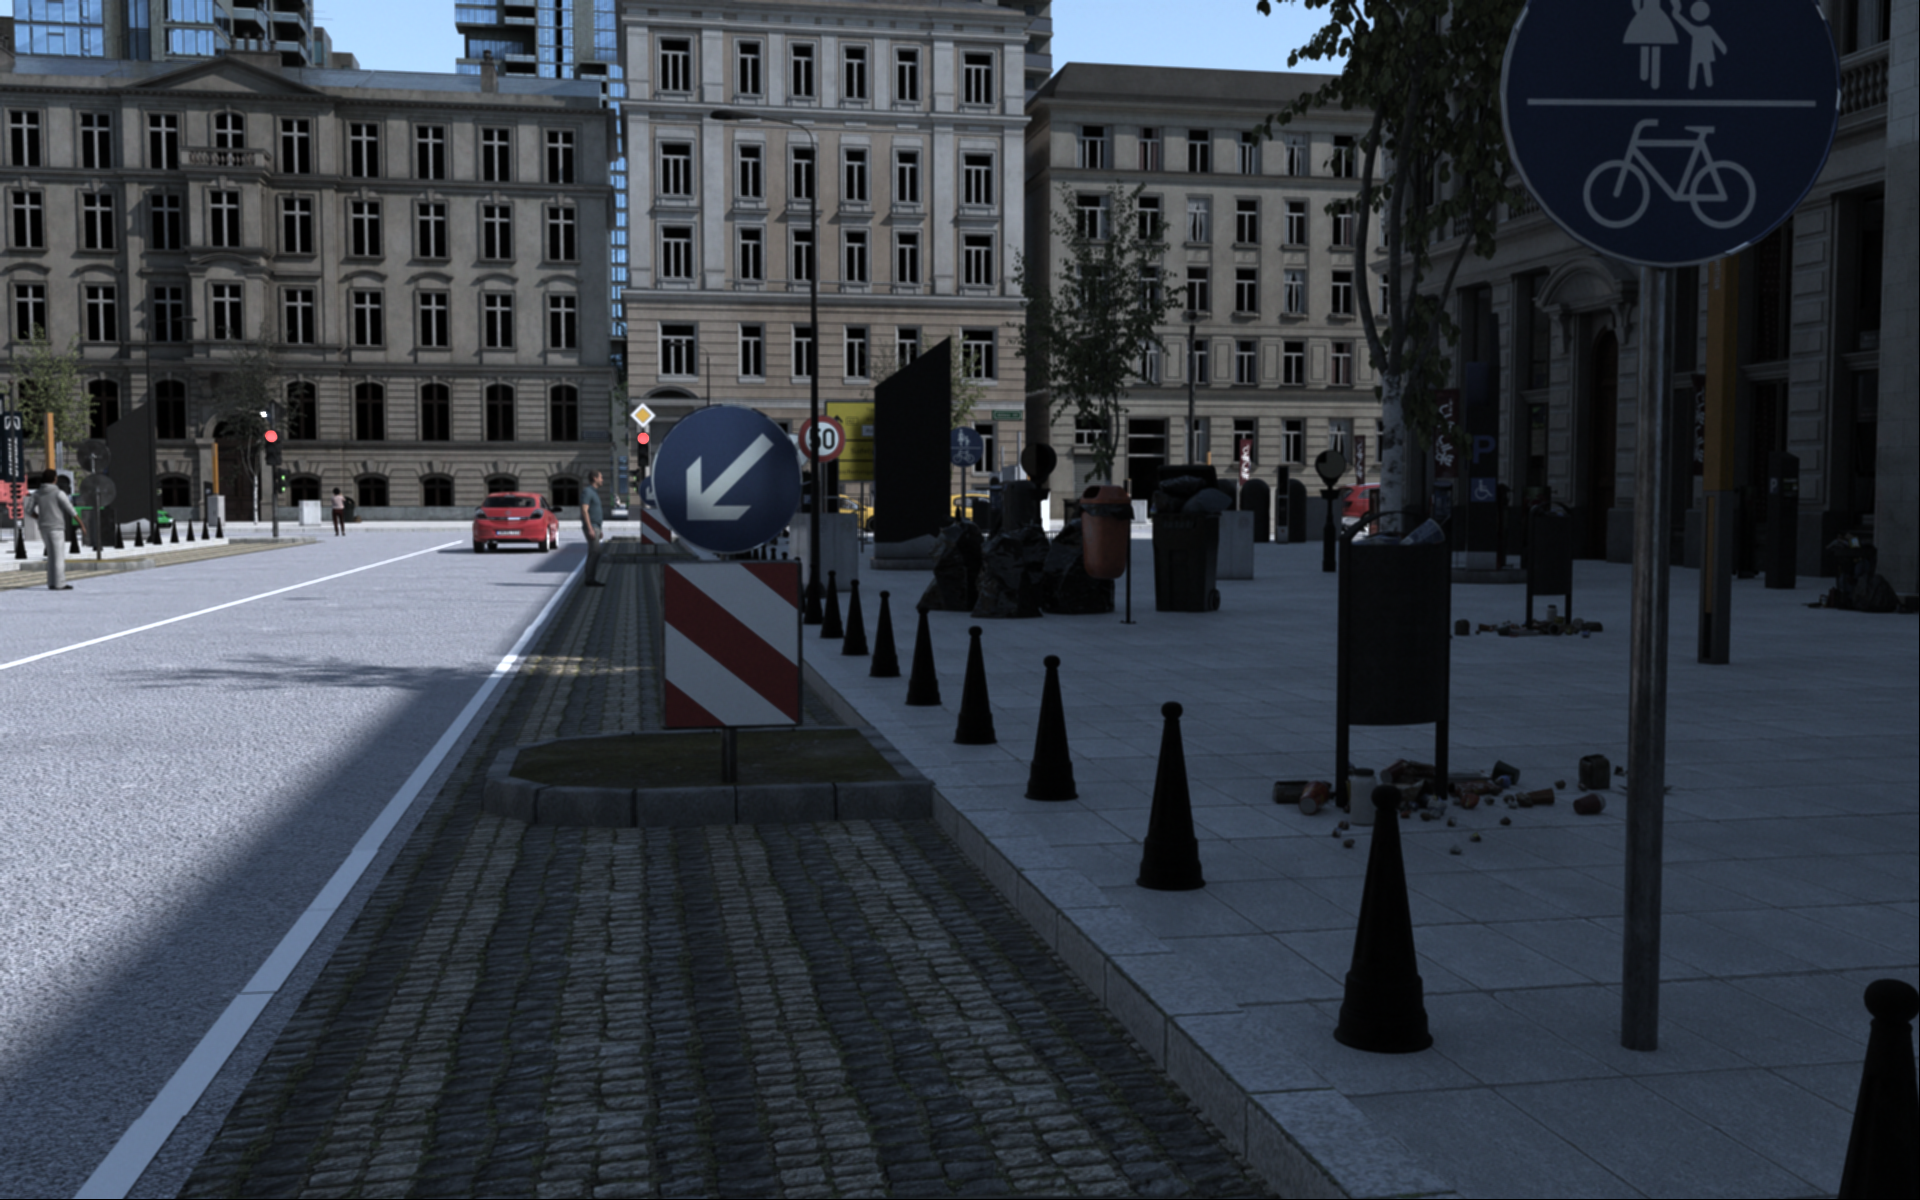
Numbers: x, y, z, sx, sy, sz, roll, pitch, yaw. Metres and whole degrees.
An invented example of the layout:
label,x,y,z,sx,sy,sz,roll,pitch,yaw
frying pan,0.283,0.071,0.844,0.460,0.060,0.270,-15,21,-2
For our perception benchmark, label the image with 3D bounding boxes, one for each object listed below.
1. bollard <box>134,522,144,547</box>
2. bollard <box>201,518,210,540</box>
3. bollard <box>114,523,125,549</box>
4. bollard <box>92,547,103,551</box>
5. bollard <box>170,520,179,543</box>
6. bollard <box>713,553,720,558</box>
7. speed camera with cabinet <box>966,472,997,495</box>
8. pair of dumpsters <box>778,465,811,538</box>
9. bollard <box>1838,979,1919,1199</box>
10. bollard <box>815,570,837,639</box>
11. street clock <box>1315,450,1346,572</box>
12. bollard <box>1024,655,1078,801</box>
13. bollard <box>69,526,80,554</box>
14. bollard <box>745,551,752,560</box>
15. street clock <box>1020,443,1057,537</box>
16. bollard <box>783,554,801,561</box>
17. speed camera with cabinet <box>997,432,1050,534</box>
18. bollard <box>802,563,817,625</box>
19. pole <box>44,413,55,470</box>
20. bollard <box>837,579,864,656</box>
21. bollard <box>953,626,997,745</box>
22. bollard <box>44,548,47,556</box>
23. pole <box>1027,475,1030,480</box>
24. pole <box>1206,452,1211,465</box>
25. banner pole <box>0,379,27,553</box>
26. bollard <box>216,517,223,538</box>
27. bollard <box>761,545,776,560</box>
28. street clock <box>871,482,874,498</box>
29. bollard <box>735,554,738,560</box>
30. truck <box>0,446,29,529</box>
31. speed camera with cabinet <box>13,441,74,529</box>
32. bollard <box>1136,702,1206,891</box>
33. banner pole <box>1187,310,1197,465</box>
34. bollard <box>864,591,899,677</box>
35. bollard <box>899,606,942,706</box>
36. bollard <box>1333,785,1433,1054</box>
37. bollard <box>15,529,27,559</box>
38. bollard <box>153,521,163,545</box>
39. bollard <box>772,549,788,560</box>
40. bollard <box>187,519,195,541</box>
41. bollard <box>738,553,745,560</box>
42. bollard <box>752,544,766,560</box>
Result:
label,x,y,z,sx,sy,sz,roll,pitch,yaw
bollard,-20.073,-1.608,42.329,0.229,0.601,0.229,0,3,0
bollard,-21.297,-2.008,48.867,0.229,0.601,0.229,0,3,0
bollard,-19.769,-1.508,40.703,0.229,0.601,0.229,0,3,0
bollard,-19.463,-1.409,39.078,0.229,0.601,0.229,0,3,0
bollard,-20.683,-1.807,45.593,0.229,0.601,0.229,0,3,0
bollard,-4.815,-1.162,35.043,0.229,0.601,0.229,0,3,0
speed camera with cabinet,1.139,-4.750,71.994,0.660,3.252,2.038,-3,5,-44
pair of dumpsters,-5.099,-3.086,52.951,1.574,2.255,4.437,-1,4,-11
bollard,1.303,0.832,2.438,0.229,0.601,0.229,0,3,0
bollard,-1.143,0.035,15.471,0.229,0.601,0.229,0,3,0
street clock,6.097,-1.466,28.547,0.471,2.002,0.358,0,4,1
bollard,0.388,0.533,7.323,0.229,0.601,0.229,0,3,0
bollard,-19.154,-1.310,37.453,0.229,0.601,0.229,0,3,0
bollard,-2.978,-0.564,25.261,0.229,0.601,0.229,0,3,0
street clock,1.117,-1.229,24.670,0.471,2.002,0.358,2,4,27
bollard,-1.758,-0.165,18.737,0.229,0.601,0.229,0,3,0
speed camera with cabinet,2.113,-3.744,55.554,0.660,3.252,2.038,2,4,35
bollard,-1.446,-0.065,17.109,0.229,0.601,0.229,0,3,0
pole,-22.808,-3.033,43.429,0.158,3.312,0.155,0,3,0
bollard,-0.838,0.135,13.839,0.229,0.601,0.229,0,3,0
bollard,0.079,0.434,8.948,0.229,0.601,0.229,0,3,0
bollard,-18.848,-1.210,35.822,0.229,0.601,0.229,0,3,0
pole,3.014,-5.063,76.617,0.158,3.312,0.155,0,3,0
pole,12.021,-5.509,83.919,0.158,3.312,0.155,0,3,0
banner pole,-20.927,-2.928,37.883,0.863,3.779,0.401,0,4,2
bollard,-21.606,-2.109,50.517,0.229,0.601,0.229,0,3,0
bollard,-2.369,-0.364,21.999,0.229,0.601,0.229,0,3,0
street clock,-1.869,-2.155,39.811,0.358,2.002,0.471,-1,4,-16
bollard,-3.593,-0.764,28.535,0.229,0.601,0.229,0,3,0
truck,-33.755,-3.870,52.188,11.283,4.237,2.839,-1,4,-10
speed camera with cabinet,-34.919,-4.388,66.086,0.660,3.252,2.038,2,4,28
bollard,0.694,0.633,5.689,0.229,0.601,0.229,0,3,0
banner pole,3.150,-2.048,23.499,0.401,3.779,0.863,0,4,4
bollard,-0.530,0.235,12.206,0.229,0.601,0.229,0,3,0
bollard,-0.223,0.334,10.574,0.229,0.601,0.229,0,3,0
bollard,0.997,0.733,4.063,0.229,0.601,0.229,0,3,0
bollard,-18.541,-1.109,34.180,0.229,0.601,0.229,0,3,0
bollard,-20.377,-1.708,43.964,0.229,0.601,0.229,0,3,0
bollard,-2.061,-0.265,20.374,0.229,0.601,0.229,0,3,0
bollard,-20.991,-1.908,47.236,0.229,0.601,0.229,0,3,0
bollard,-3.288,-0.665,26.909,0.229,0.601,0.229,0,3,0
bollard,-2.676,-0.464,23.635,0.229,0.601,0.229,0,3,0
